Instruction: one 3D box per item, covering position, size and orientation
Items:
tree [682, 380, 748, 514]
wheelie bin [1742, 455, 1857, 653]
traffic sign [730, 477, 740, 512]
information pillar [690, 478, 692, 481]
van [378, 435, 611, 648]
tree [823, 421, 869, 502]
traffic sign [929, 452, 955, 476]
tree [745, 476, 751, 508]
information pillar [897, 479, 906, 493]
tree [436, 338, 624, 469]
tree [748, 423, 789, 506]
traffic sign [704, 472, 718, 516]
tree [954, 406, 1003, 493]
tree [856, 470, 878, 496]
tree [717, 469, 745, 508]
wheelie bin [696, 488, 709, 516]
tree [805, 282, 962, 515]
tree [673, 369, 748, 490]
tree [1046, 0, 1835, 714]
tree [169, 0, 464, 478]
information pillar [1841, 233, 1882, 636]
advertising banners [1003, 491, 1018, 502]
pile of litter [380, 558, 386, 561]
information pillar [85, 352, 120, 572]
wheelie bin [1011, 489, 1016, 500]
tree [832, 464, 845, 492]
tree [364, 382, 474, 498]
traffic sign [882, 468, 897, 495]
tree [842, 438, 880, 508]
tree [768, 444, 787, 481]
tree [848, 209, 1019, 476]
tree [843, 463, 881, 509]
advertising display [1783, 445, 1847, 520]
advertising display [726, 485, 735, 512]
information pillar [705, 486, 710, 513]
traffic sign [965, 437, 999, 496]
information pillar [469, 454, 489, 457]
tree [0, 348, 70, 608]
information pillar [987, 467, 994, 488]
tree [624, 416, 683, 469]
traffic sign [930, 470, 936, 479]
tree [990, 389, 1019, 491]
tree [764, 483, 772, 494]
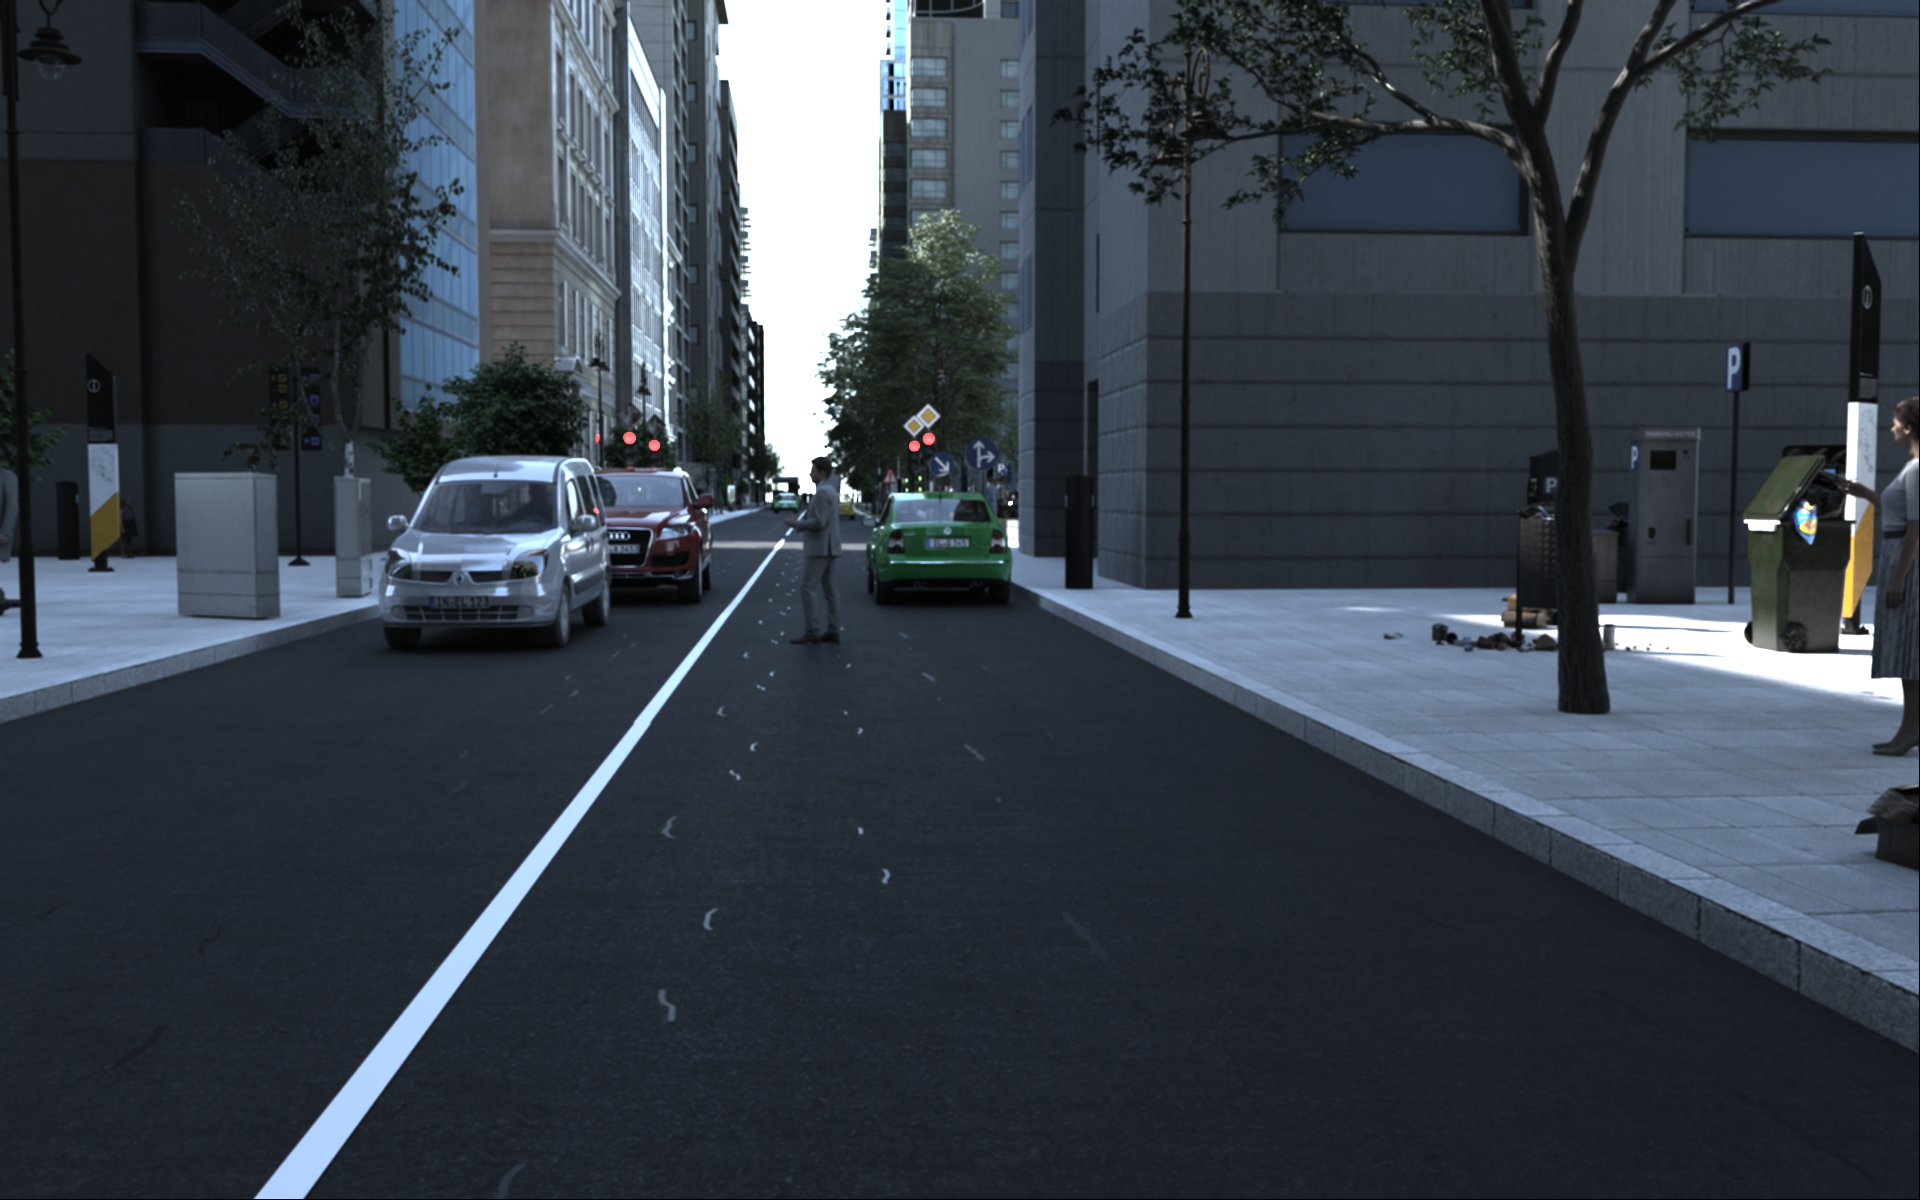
[{"bbox_3d":[-15.765,-9.776,110.201,4.360,8.622,3.978,0,3,0],"label":"tree"},{"bbox_3d":[6.890,-0.387,14.239,0.693,1.594,0.980,0,4,-2],"label":"wheelie bin"},{"bbox_3d":[-16.371,-7.702,126.025,0.768,2.556,0.104,0,4,3],"label":"traffic sign"},{"bbox_3d":[-12.400,-4.551,78.900,0.304,2.012,0.304,2,4,33],"label":"information pillar"},{"bbox_3d":[-4.587,-0.639,17.466,2.013,2.044,4.112,0,4,-3],"label":"van"},{"bbox_3d":[-14.289,-18.601,229.881,9.928,11.665,9.643,0,3,0],"label":"tree"},{"bbox_3d":[-0.538,-3.193,52.308,0.768,2.556,0.104,0,3,0],"label":"traffic sign"},{"bbox_3d":[-20.168,-10.108,159.874,1.663,3.219,1.824,0,3,0],"label":"tree"},{"bbox_3d":[-2.771,-4.770,82.486,0.304,2.012,0.304,3,5,42],"label":"information pillar"},{"bbox_3d":[-9.506,-3.244,36.757,4.285,4.588,4.351,0,3,0],"label":"tree"},{"bbox_3d":[-20.726,-14.026,179.694,4.360,8.622,3.978,0,3,0],"label":"tree"},{"bbox_3d":[-14.293,-6.071,99.359,0.768,2.556,0.104,0,4,-4],"label":"traffic sign"},{"bbox_3d":[1.176,-11.111,132.025,4.360,8.622,3.978,0,3,0],"label":"tree"},{"bbox_3d":[-7.149,-8.625,135.617,1.663,3.219,1.824,0,3,0],"label":"tree"},{"bbox_3d":[-18.315,-8.630,135.707,1.663,3.219,1.824,0,3,0],"label":"tree"},{"bbox_3d":[-13.962,-5.220,93.251,0.980,1.594,0.693,-2,4,-35],"label":"wheelie bin"},{"bbox_3d":[-4.499,-12.154,105.380,9.857,13.997,8.962,0,3,0],"label":"tree"},{"bbox_3d":[-14.843,-9.327,102.861,4.737,8.622,4.395,0,3,0],"label":"tree"},{"bbox_3d":[3.685,-4.638,10.244,8.767,10.594,7.601,0,4,-3],"label":"tree"},{"bbox_3d":[-8.937,-4.557,24.864,4.360,8.622,3.978,0,3,0],"label":"tree"},{"bbox_3d":[8.227,-1.495,15.804,0.504,3.616,0.183,-3,5,-43],"label":"information pillar"},{"bbox_3d":[3.186,-6.041,94.960,2.074,3.025,0.090,3,5,41],"label":"advertising banners"},{"bbox_3d":[-10.493,-1.220,33.905,1.719,0.858,1.176,-1,4,-16],"label":"pile of litter"},{"bbox_3d":[-14.148,-2.277,28.577,0.504,3.616,0.183,0,4,6],"label":"information pillar"},{"bbox_3d":[3.565,-6.286,110.678,0.693,1.594,0.980,0,4,1],"label":"wheelie bin"},{"bbox_3d":[-19.907,-20.851,291.280,4.737,8.622,4.395,0,3,0],"label":"tree"},{"bbox_3d":[-9.176,-2.168,30.042,1.663,3.219,1.824,0,3,0],"label":"tree"},{"bbox_3d":[-3.470,-5.294,86.555,0.884,2.594,0.081,0,4,4],"label":"traffic sign"},{"bbox_3d":[-9.607,-13.271,167.345,4.360,8.622,3.978,0,3,0],"label":"tree"},{"bbox_3d":[-26.174,-17.891,242.879,4.737,8.622,4.395,0,3,0],"label":"tree"},{"bbox_3d":[-1.019,-9.261,69.541,7.486,12.596,7.792,0,3,0],"label":"tree"},{"bbox_3d":[-10.955,-12.513,188.303,4.285,4.588,4.351,0,3,0],"label":"tree"},{"bbox_3d":[11.357,-1.077,22.826,0.974,1.923,0.123,2,4,31],"label":"advertising display"},{"bbox_3d":[-16.266,-7.196,122.873,0.123,1.923,0.974,2,4,26],"label":"advertising display"},{"bbox_3d":[-17.463,-7.050,119.758,0.304,2.012,0.304,0,4,5],"label":"information pillar"},{"bbox_3d":[0.486,-2.348,38.489,0.768,2.556,0.104,0,4,5],"label":"traffic sign"},{"bbox_3d":[-8.812,-1.668,31.769,0.304,2.012,0.304,-2,4,-27],"label":"information pillar"},{"bbox_3d":[-11.037,-1.536,19.721,1.663,3.219,1.824,0,3,0],"label":"tree"},{"bbox_3d":[2.030,-7.631,116.115,0.504,3.616,0.183,1,4,11],"label":"information pillar"},{"bbox_3d":[-12.734,-5.201,68.748,4.285,4.588,4.351,0,3,0],"label":"tree"},{"bbox_3d":[-0.729,-3.769,61.726,0.768,2.556,0.104,0,4,3],"label":"traffic sign"},{"bbox_3d":[4.083,-10.446,121.150,4.737,8.622,4.395,0,3,0],"label":"tree"},{"bbox_3d":[-27.976,-15.800,252.936,1.663,3.219,1.824,0,3,0],"label":"tree"}]
